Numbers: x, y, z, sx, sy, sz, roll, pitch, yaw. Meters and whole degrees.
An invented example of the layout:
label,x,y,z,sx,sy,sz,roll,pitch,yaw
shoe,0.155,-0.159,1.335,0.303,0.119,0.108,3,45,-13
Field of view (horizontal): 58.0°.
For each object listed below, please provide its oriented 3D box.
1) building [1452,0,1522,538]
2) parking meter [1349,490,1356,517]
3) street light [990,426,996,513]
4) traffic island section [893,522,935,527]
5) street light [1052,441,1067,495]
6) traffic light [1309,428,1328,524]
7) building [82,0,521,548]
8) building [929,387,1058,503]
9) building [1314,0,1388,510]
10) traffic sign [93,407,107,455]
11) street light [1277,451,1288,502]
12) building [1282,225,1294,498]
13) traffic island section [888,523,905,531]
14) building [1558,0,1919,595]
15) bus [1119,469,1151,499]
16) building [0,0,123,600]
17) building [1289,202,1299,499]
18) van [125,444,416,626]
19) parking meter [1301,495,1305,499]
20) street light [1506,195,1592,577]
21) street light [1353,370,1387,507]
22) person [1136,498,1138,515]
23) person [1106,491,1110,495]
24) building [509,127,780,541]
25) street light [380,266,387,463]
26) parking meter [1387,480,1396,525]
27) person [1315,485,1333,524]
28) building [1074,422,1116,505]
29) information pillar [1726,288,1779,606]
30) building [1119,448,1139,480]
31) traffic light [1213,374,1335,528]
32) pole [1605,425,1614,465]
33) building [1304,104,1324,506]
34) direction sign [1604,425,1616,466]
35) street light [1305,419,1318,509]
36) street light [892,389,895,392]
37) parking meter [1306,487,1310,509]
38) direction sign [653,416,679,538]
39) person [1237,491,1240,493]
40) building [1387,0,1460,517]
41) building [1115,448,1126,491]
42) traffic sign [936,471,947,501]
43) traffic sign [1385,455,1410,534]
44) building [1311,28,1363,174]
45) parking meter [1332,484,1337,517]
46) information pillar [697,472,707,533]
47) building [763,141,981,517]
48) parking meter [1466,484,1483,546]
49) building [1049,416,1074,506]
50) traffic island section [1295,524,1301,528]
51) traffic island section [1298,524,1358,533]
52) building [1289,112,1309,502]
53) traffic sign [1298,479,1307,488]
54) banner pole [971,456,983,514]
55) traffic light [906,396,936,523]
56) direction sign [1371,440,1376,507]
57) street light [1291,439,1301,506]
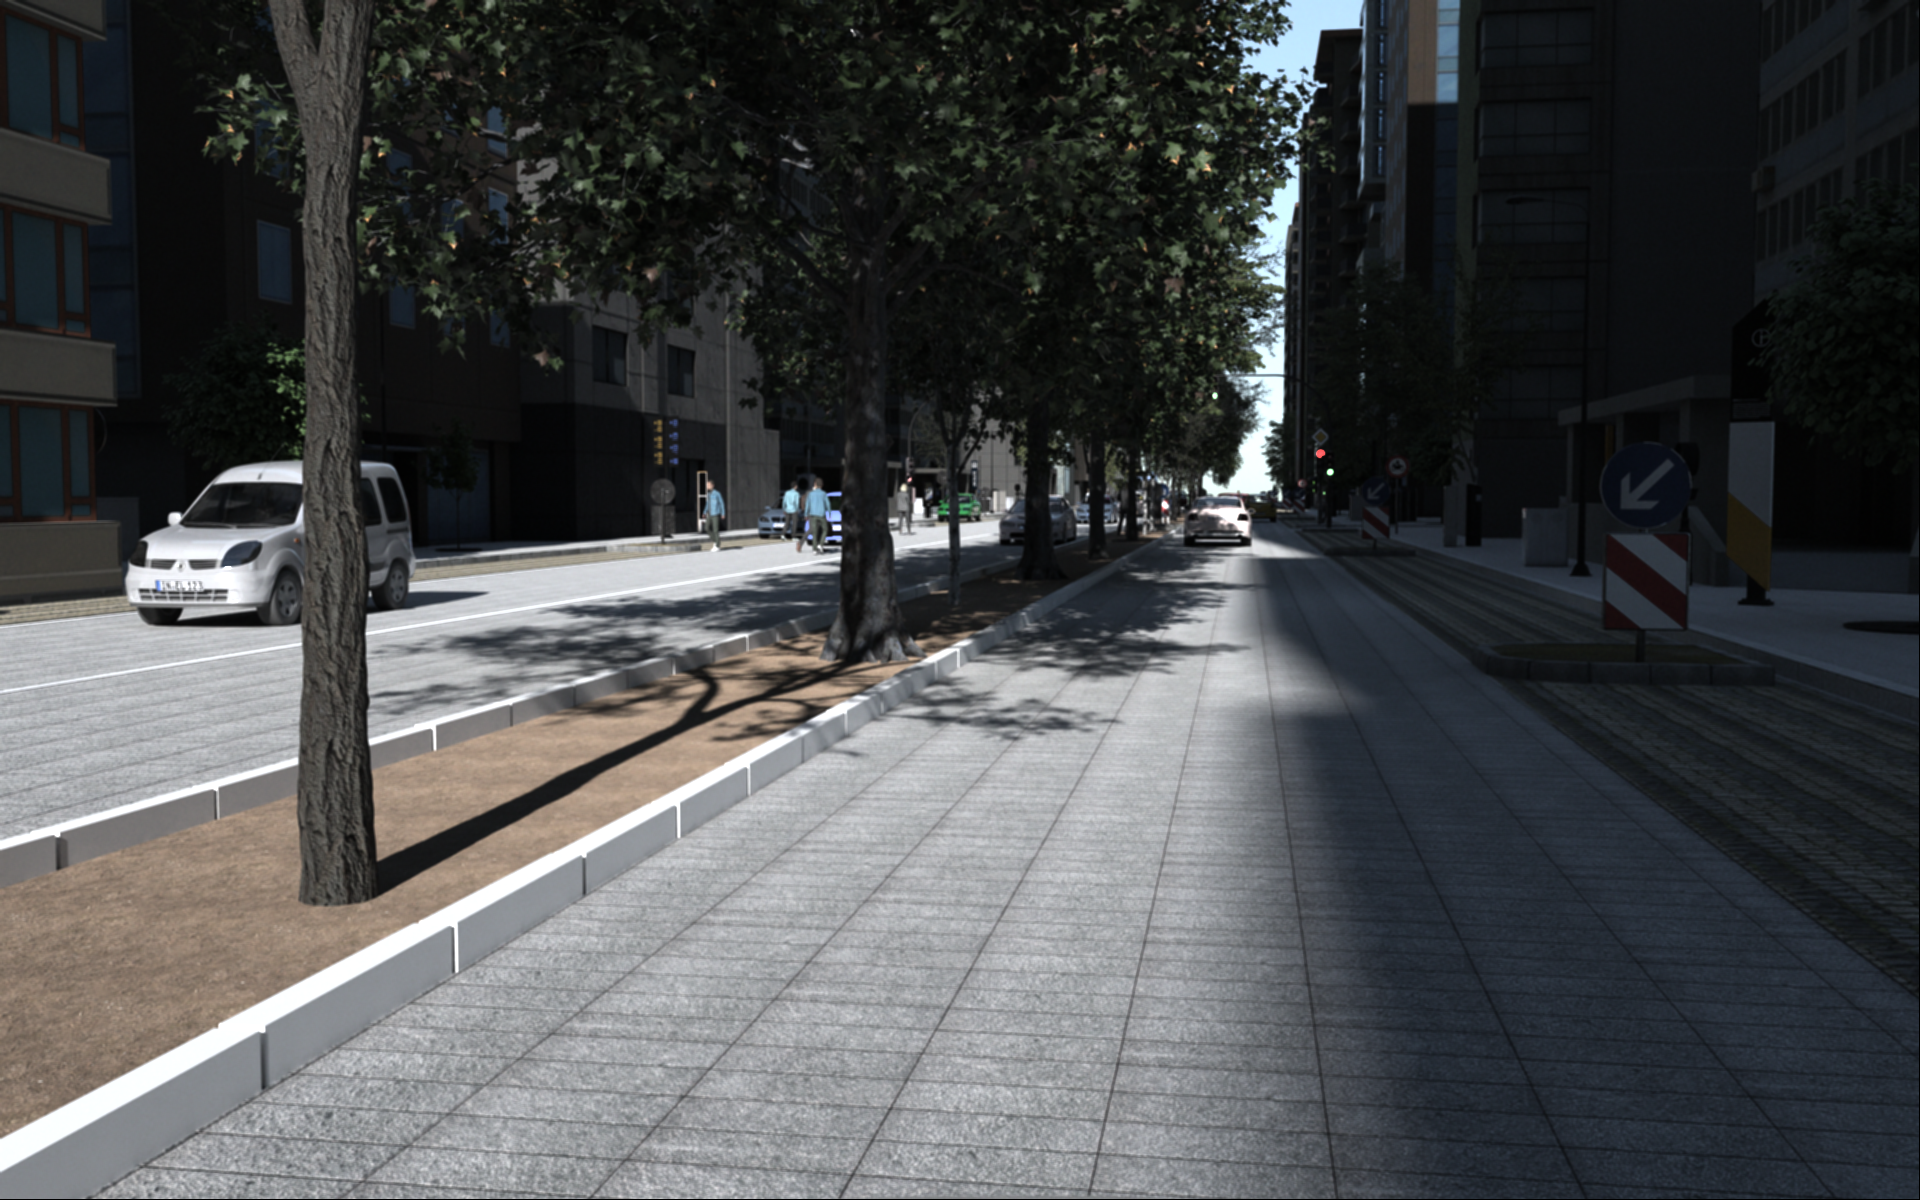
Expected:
label,x,y,z,sx,sy,sz,roll,pitch,yaw
building,22.983,-22.715,54.986,14.154,41.232,14.086,1,4,9
parking meter,21.640,-5.326,95.493,0.372,1.533,0.369,0,3,0
street light,2.660,-8.713,115.004,1.470,5.913,1.316,1,4,9
traffic island section,-2.245,-3.303,76.284,2.009,0.180,2.903,1,4,9
street light,8.659,-10.969,151.876,1.470,5.913,1.316,1,4,9
traffic light,15.226,-5.162,73.318,0.839,4.253,0.868,1,4,9
building,-19.806,-23.872,40.425,14.600,45.320,14.200,1,4,9
building,-1.453,-44.259,161.882,20.563,71.187,20.611,1,4,9
building,38.739,-49.876,128.144,22.319,86.520,31.000,1,4,9
traffic sign,-12.403,-1.493,24.522,0.768,2.556,0.104,1,4,18
street light,34.898,-12.978,184.732,1.470,5.913,1.316,1,4,9
building,65.603,-40.844,291.495,21.300,48.544,21.600,1,4,9
traffic island section,-3.534,-2.821,68.403,2.009,0.180,2.903,1,4,9
building,27.447,-20.493,26.943,32.217,40.220,23.993,1,4,9
bus,18.128,-11.338,176.925,2.896,3.916,12.252,1,4,9
building,-27.707,-10.187,11.605,27.650,21.520,28.899,1,4,9
building,59.452,-36.570,252.540,22.147,44.769,28.867,1,4,9
van,-7.929,-0.805,20.169,2.013,2.044,4.112,0,4,8
parking meter,27.711,-8.048,139.998,0.372,1.533,0.369,0,3,0
street light,9.188,-3.333,27.037,1.470,5.913,1.316,1,4,9
street light,15.440,-5.661,65.103,1.470,5.913,1.316,1,4,9
person,10.533,-5.580,104.754,0.505,1.210,0.382,3,5,44
person,16.079,-10.945,188.129,1.217,1.739,0.721,0,4,-5
building,-18.786,-37.814,56.513,20.611,71.187,20.563,1,4,9
street light,-10.626,-3.724,33.428,1.470,5.913,1.316,1,4,9
parking meter,18.175,-4.111,72.924,0.399,1.863,0.255,-3,5,-40
person,16.079,-4.153,76.528,0.709,1.813,0.853,-1,4,-17
building,14.260,-28.784,242.316,14.160,30.474,14.107,1,4,9
information pillar,9.140,-1.750,19.965,0.504,3.616,0.183,3,5,43
building,19.091,-40.802,290.821,21.300,48.544,21.600,1,4,9
traffic light,11.858,-5.564,65.633,4.771,5.953,1.251,1,4,9
pole,16.865,-3.132,45.051,0.158,3.312,0.155,0,3,0
building,43.797,-30.596,183.838,14.154,41.232,14.086,1,4,9
direction sign,18.124,-3.451,48.416,0.876,3.537,0.379,1,4,13
street light,22.352,-8.274,107.816,1.470,5.913,1.316,1,4,9
street light,-3.564,-6.372,76.724,1.470,5.913,1.316,1,4,9
parking meter,29.276,-8.561,145.682,0.255,1.863,0.399,2,4,34
direction sign,-8.532,-3.568,50.331,0.876,3.537,0.379,2,4,24
person,31.288,-11.402,194.864,0.705,1.831,1.348,0,4,4
building,32.151,-27.487,99.528,14.600,45.320,14.200,1,4,9
building,13.908,-39.477,265.051,23.786,49.044,30.456,1,4,9
traffic sign,-0.949,-5.779,94.597,0.768,2.556,0.104,1,4,17
traffic sign,14.120,-3.415,55.947,0.768,2.556,0.104,1,4,13
building,44.171,-31.025,161.878,22.147,44.769,28.867,1,4,9
parking meter,21.060,-5.622,97.636,0.255,1.863,0.399,-1,4,-15
information pillar,-8.424,-3.187,56.597,0.304,2.012,0.304,-1,4,-15
building,-15.286,-26.330,122.372,32.217,40.220,23.993,1,4,9
parking meter,12.652,-2.093,42.638,0.372,1.533,0.369,0,3,0
building,1.848,-53.488,187.201,22.319,86.520,31.000,1,4,9
traffic island section,15.264,-3.128,73.425,2.009,0.180,2.903,1,4,9
traffic island section,13.975,-2.646,65.545,2.009,0.180,2.903,1,4,9
building,45.851,-33.522,198.192,14.600,45.320,14.200,1,4,9
traffic sign,28.682,-8.859,144.957,0.768,2.556,0.104,1,4,17
banner pole,1.099,-7.589,114.098,0.863,3.779,0.401,1,4,23
traffic light,-0.128,-6.188,75.840,4.771,5.953,1.251,1,4,9
direction sign,17.560,-4.988,73.548,0.379,3.537,0.876,1,4,23
street light,28.772,-10.659,146.819,1.470,5.913,1.316,1,4,9
